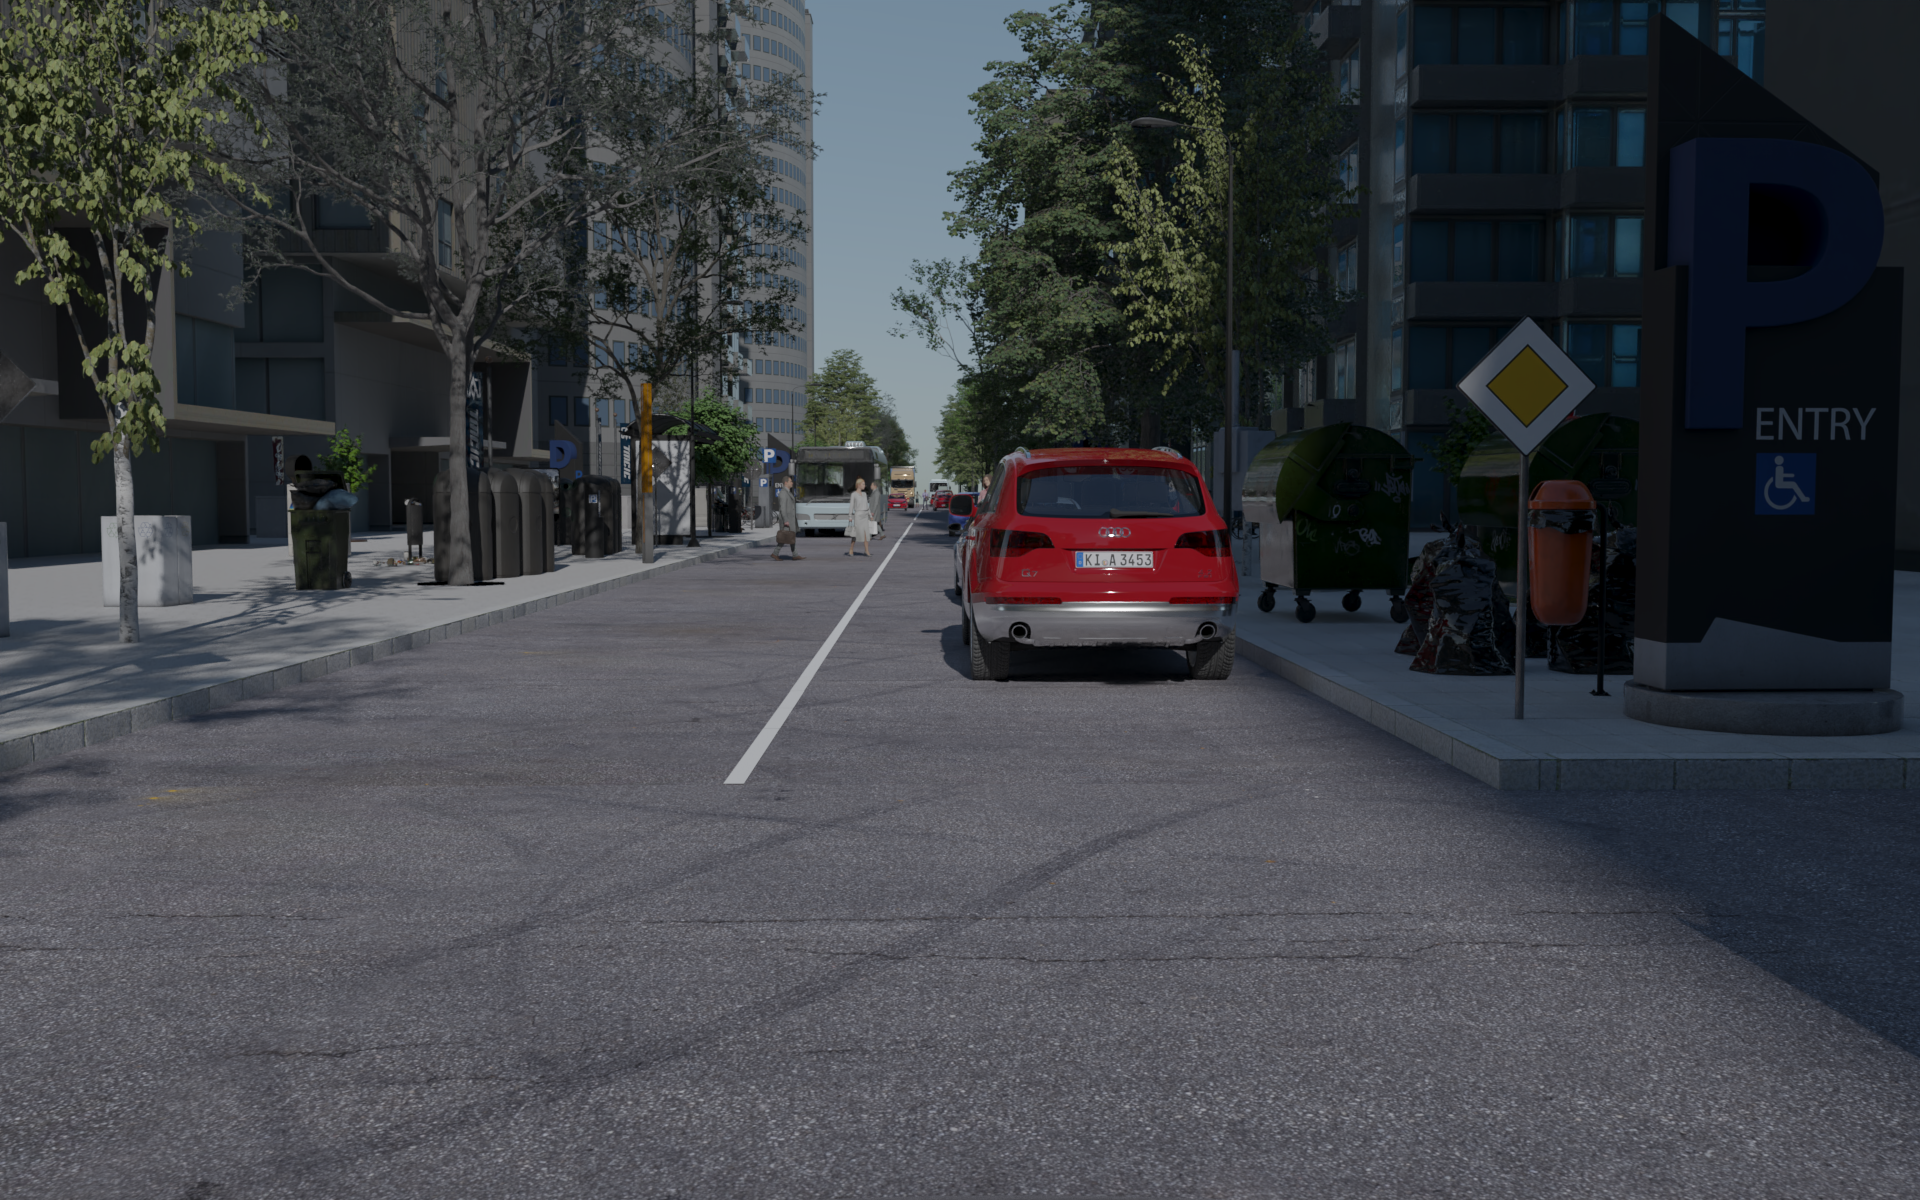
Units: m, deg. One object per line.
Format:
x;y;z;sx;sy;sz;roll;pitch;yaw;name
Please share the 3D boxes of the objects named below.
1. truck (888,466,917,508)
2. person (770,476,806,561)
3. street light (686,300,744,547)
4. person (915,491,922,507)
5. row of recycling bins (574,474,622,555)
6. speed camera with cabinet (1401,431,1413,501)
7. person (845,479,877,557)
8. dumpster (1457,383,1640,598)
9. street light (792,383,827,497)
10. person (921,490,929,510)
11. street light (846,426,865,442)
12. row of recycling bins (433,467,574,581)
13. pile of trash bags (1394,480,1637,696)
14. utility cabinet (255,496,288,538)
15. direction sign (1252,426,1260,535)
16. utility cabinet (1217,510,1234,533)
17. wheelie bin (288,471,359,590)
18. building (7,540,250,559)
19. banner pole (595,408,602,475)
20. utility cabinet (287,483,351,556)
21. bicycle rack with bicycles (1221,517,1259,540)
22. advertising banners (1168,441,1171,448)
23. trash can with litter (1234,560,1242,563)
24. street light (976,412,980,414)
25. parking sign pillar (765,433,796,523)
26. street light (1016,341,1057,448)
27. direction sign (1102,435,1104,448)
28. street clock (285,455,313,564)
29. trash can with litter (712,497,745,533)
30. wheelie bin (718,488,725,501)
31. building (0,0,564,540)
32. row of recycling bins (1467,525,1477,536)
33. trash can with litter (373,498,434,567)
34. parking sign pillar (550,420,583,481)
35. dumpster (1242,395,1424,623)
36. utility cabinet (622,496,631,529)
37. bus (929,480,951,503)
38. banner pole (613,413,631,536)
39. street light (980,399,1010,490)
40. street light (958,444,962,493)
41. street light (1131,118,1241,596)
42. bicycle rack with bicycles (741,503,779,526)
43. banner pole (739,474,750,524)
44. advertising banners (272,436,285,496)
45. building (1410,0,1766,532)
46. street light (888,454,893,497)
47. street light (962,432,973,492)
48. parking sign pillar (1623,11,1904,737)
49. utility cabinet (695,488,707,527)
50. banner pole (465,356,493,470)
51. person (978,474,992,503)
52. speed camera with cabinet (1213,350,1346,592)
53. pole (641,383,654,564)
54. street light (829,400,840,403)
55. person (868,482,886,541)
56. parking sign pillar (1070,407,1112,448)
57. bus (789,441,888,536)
-5.852;-11.517;177.218;2.839;4.237;11.283;0;4;-1;truck
-3.685;-1.748;37.184;0.767;1.812;0.694;0;4;0;person
-5.880;-4.223;41.581;1.470;5.913;1.316;0;4;-1;street light
-4.639;-10.815;186.107;1.217;1.735;0.721;-2;4;-29;person
-7.930;-1.885;37.933;1.069;1.692;3.534;-1;4;-8;row of recycling bins
13.261;-3.694;54.729;2.038;3.252;0.660;1;4;16;speed camera with cabinet
-2.281;-1.887;39.703;0.694;1.780;0.624;-2;4;-29;person
5.586;-0.819;15.878;1.502;2.255;1.985;0;4;-1;dumpster
-6.482;-6.131;72.779;1.470;5.913;1.316;0;4;-1;street light
-3.120;-8.986;155.293;0.709;1.838;0.599;0;4;-3;person
-7.191;-8.906;118.151;1.470;5.913;1.316;0;4;-1;street light
-7.202;-1.222;27.095;1.069;1.692;3.534;0;4;6;row of recycling bins
4.164;-0.166;12.468;1.912;1.369;3.447;1;4;12;pile of trash bags
-20.143;-2.428;50.860;1.020;1.237;0.306;1;4;13;utility cabinet
9.094;-3.791;53.972;0.379;3.537;0.876;-1;4;-22;direction sign
8.637;-2.776;56.549;0.306;1.237;1.020;2;4;30;utility cabinet
-8.584;-0.942;23.308;0.980;1.594;0.693;0;4;-1;wheelie bin
-29.166;-26.907;29.168;28.713;52.752;27.495;0;4;-1;building
-10.431;-3.674;50.081;0.401;3.779;0.863;-1;4;-22;banner pole
-13.143;-1.641;35.515;1.173;1.500;0.318;0;4;-2;utility cabinet
8.479;-2.189;49.173;2.925;0.926;2.852;1;4;21;bicycle rack with bicycles
5.642;-3.101;46.888;0.090;3.025;2.074;0;4;6;advertising banners
4.263;-1.317;32.597;2.233;1.210;1.678;3;5;45;trash can with litter
1.623;-7.688;98.237;1.470;5.913;1.316;0;4;-1;street light
-7.885;-5.366;76.212;1.447;3.967;1.447;1;4;17;parking sign pillar
2.383;-4.906;52.761;1.470;5.913;1.316;0;4;-1;street light
4.084;-3.518;49.523;0.379;3.537;0.876;0;4;4;direction sign
-12.120;-1.665;31.789;0.358;2.002;0.471;1;4;22;street clock
-7.753;-2.840;57.821;1.055;1.170;0.624;-2;4;-30;trash can with litter
-11.602;-4.560;82.468;0.693;1.594;0.980;0;4;7;wheelie bin
-30.703;-29.073;64.576;28.713;52.752;27.495;0;4;-1;building
11.145;-1.649;34.072;1.069;1.692;3.534;-1;4;-16;row of recycling bins
-10.203;-1.257;31.609;1.678;1.210;2.233;0;4;4;trash can with litter
-14.171;-4.518;62.349;1.447;3.967;1.447;2;4;34;parking sign pillar
3.832;-0.944;17.932;1.502;2.255;1.985;0;4;-1;dumpster
-12.179;-3.260;64.469;0.306;1.237;1.020;2;4;24;utility cabinet
-2.705;-14.212;227.218;2.948;3.499;13.247;0;4;0;bus
-10.434;-3.886;53.558;0.863;3.779;0.401;-3;5;-39;banner pole
1.836;-6.815;83.960;1.470;5.913;1.316;0;4;-1;street light
0.589;-11.535;161.144;1.470;5.913;1.316;0;4;-1;street light
2.807;-2.998;21.560;1.470;5.913;1.316;0;4;-1;street light
-8.306;-3.521;70.948;2.925;0.926;2.852;-2;4;-28;bicycle rack with bicycles
-9.385;-5.197;74.995;0.863;3.779;0.401;2;4;24;banner pole
-19.921;-3.410;51.935;2.074;3.025;0.090;2;4;31;advertising banners
24.049;-27.510;69.390;23.786;49.044;30.456;0;4;-1;building
-8.454;-13.991;201.293;1.470;5.913;1.316;0;4;-1;street light
1.120;-9.596;129.437;1.470;5.913;1.316;0;4;-1;street light
4.555;-1.302;9.752;1.447;3.967;1.447;0;4;-3;parking sign pillar
-10.035;-3.605;67.616;0.318;1.500;1.173;3;5;40;utility cabinet
-8.654;-2.525;31.303;0.401;3.779;0.863;2;4;30;banner pole
0.541;-1.581;34.353;0.555;1.821;0.388;0;4;8;person
4.347;-1.783;23.481;0.660;3.252;2.038;-3;4;-36;speed camera with cabinet
-5.774;-2.330;31.939;0.158;3.312;0.155;0;3;0;pole
-6.648;-6.943;86.058;1.470;5.913;1.316;0;4;-1;street light
-2.661;-2.744;53.462;0.767;1.812;0.694;0;4;-4;person
4.046;-3.971;53.393;1.447;3.967;1.447;0;4;0;parking sign pillar
-4.083;-4.088;61.692;2.948;3.499;13.247;0;4;0;bus
